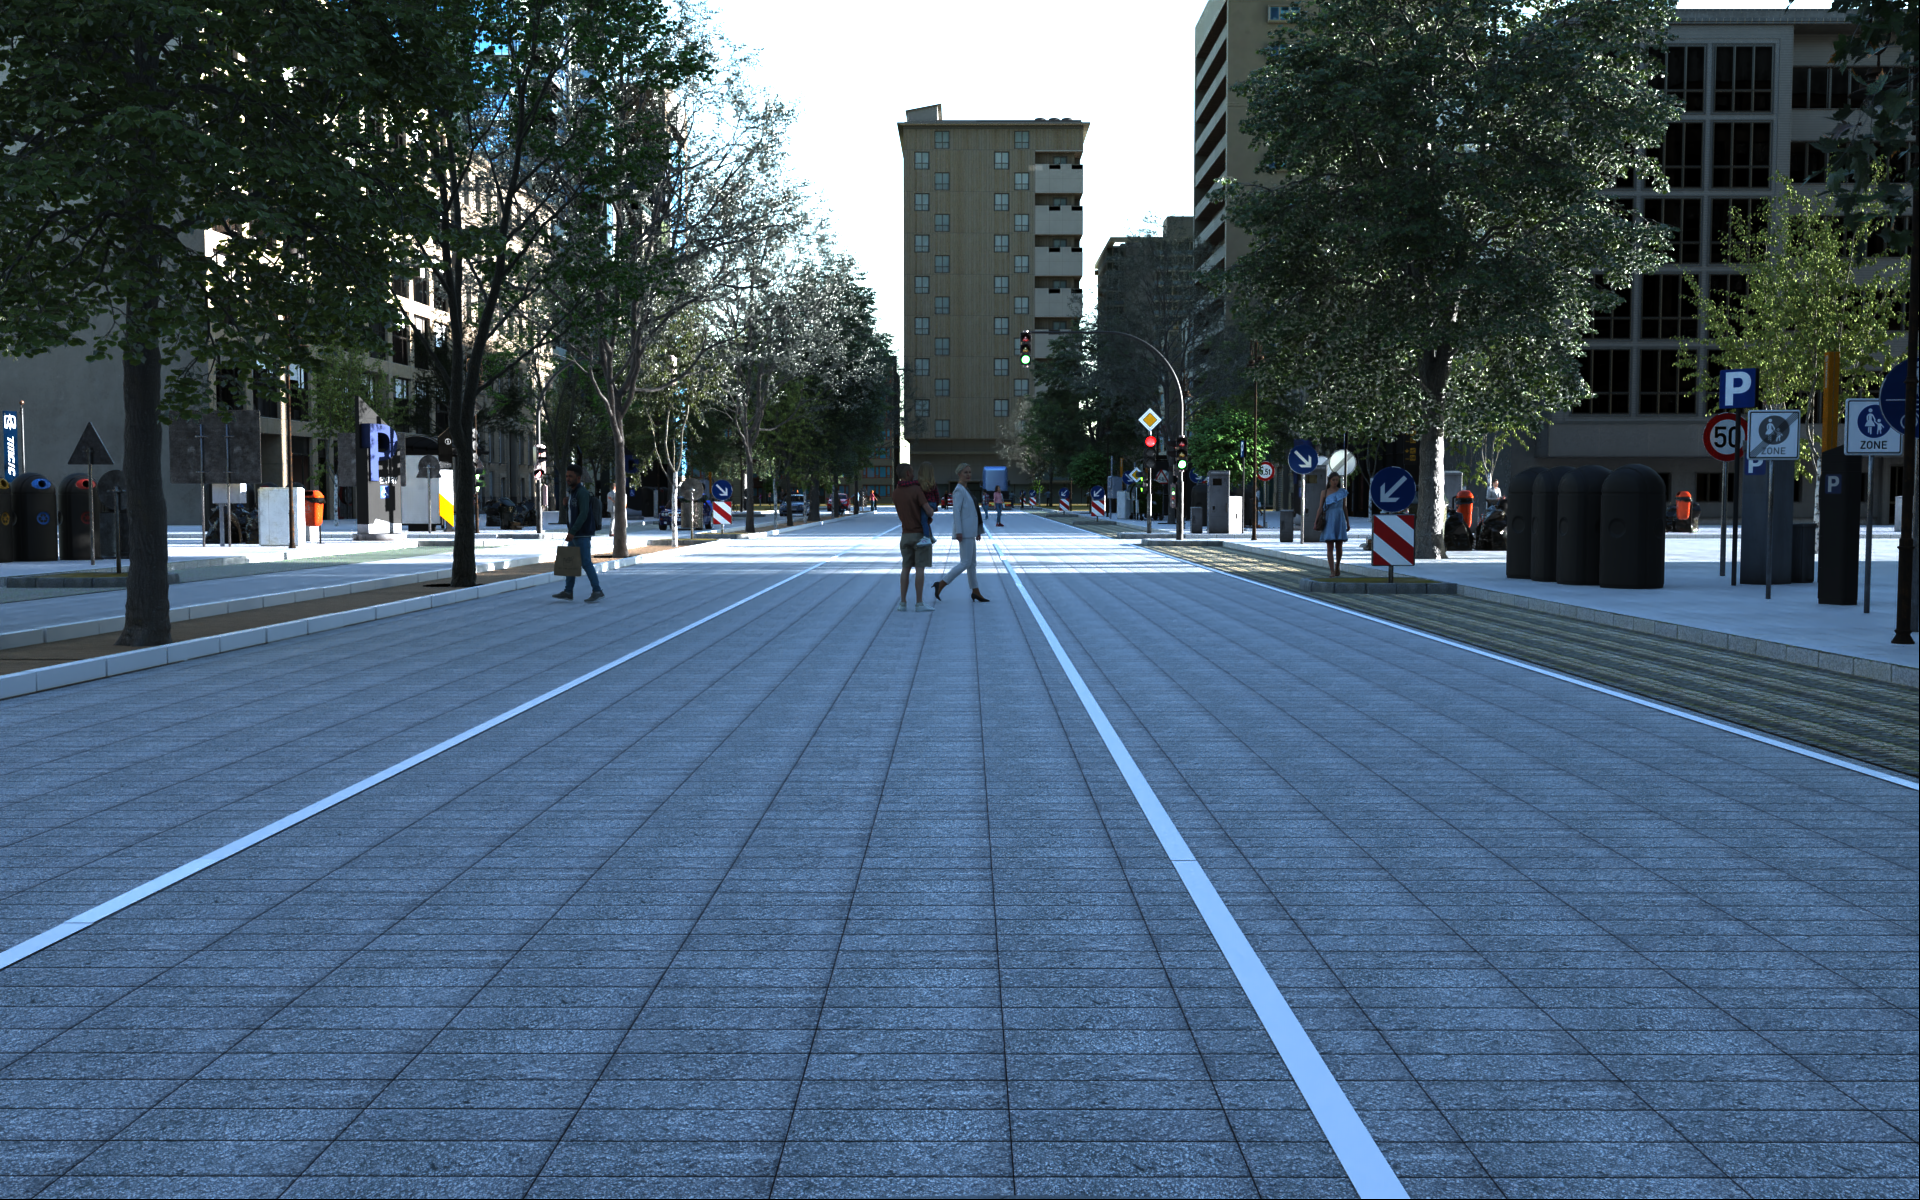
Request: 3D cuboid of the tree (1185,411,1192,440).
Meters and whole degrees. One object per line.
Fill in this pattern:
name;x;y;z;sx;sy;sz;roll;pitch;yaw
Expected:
tree;18.342;-10.469;121.526;4.737;8.622;4.395;0;3;0

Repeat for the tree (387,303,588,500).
tree;-24.137;-9.147;83.965;8.767;10.594;7.601;2;4;23

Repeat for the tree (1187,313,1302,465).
tree;17.965;-11.621;108.122;7.486;12.596;7.792;0;3;0

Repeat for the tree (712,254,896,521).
tree;-7.764;-11.159;91.567;9.857;13.997;8.962;0;3;0

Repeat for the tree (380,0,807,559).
tree;-7.568;-7.670;38.229;12.009;13.543;11.850;0;3;0

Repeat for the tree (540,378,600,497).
tree;-24.243;-9.577;106.949;4.737;8.622;4.395;0;3;0

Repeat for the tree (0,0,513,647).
tree;-7.793;-5.862;16.434;7.486;12.596;7.792;0;3;0

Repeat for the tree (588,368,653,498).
tree;-24.816;-11.272;118.711;8.767;10.594;7.601;0;4;4

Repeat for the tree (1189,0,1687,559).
tree;9.280;-7.802;34.219;9.857;13.997;8.962;0;3;0

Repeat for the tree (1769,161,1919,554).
tree;18.630;-5.299;36.999;4.737;8.622;4.395;0;3;0

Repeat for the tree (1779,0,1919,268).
tree;8.085;-5.498;6.906;9.611;12.733;9.660;0;3;0

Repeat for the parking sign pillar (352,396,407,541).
parking sign pillar;-16.148;-3.647;48.093;1.447;3.967;1.447;2;4;24

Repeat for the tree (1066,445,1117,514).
tree;8.658;-7.967;113.980;4.285;4.588;4.351;0;3;0

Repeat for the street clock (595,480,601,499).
street clock;-18.758;-5.217;89.869;0.358;2.002;0.471;-1;4;-14

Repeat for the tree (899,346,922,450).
tree;-7.547;-9.122;61.971;12.009;13.543;11.850;0;3;0

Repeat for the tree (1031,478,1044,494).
tree;9.000;-12.669;201.746;1.663;3.219;1.824;0;3;0

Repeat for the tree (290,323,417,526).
tree;-26.223;-7.670;75.769;4.737;8.622;4.395;0;3;0

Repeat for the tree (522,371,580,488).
tree;-23.076;-9.176;100.392;4.360;8.622;3.978;0;3;0

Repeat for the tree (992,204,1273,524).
tree;8.955;-9.989;73.696;12.009;13.543;11.850;0;3;0

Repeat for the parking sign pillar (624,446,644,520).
parking sign pillar;-16.500;-5.988;86.368;1.447;3.967;1.447;2;4;35

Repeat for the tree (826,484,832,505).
tree;-15.686;-13.131;209.298;1.663;3.219;1.824;0;3;0

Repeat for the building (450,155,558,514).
building;-36.201;-19.604;117.794;12.463;27.353;25.104;0;4;0

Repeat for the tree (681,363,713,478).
tree;-16.445;-13.692;130.520;9.857;13.997;8.962;0;3;0

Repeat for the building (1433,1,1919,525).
building;37.673;-15.736;76.357;30.058;24.678;14.314;0;4;0

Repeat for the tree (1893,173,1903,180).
tree;15.848;-4.596;25.507;4.360;8.622;3.978;0;3;0

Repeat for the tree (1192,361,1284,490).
tree;15.424;-8.831;94.748;4.737;8.622;4.395;0;3;0

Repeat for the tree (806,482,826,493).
tree;-15.694;-11.566;183.703;1.663;3.219;1.824;0;3;0

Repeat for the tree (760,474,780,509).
tree;-15.793;-9.177;144.639;1.663;3.219;1.824;0;3;0

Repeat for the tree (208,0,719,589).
tree;-7.527;-5.992;26.190;9.928;11.665;9.643;0;3;0

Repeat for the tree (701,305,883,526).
tree;-7.574;-8.597;77.438;8.767;10.594;7.601;0;4;0

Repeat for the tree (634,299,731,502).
tree;-16.467;-10.859;95.665;7.486;12.596;7.792;0;3;0

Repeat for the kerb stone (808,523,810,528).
kerb stone;-6.545;-3.105;72.968;0.120;0.150;1.000;0;4;0

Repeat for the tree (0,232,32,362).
tree;-23.836;-5.504;40.356;4.360;8.622;3.978;0;3;0

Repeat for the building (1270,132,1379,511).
building;30.813;-17.273;115.704;16.112;22.955;30.059;0;4;0

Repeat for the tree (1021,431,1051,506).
tree;8.778;-14.769;191.840;4.360;8.622;3.978;0;3;0

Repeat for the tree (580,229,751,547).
tree;-7.705;-5.739;46.648;4.360;8.622;3.978;0;3;0

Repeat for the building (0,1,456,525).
building;-40.161;-17.284;87.107;19.350;26.468;34.151;0;4;0

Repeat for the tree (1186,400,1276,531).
tree;9.464;-4.726;60.977;4.285;4.588;4.351;0;3;0

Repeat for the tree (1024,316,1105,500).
tree;9.524;-13.109;120.982;9.857;13.997;8.962;0;3;0

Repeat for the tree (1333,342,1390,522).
tree;18.620;-7.838;78.517;4.737;8.622;4.395;0;3;0

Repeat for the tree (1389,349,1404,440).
tree;20.014;-7.275;69.301;4.737;8.622;4.395;0;3;0

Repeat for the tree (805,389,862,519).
tree;-7.321;-8.967;99.423;4.360;8.622;3.978;0;3;0

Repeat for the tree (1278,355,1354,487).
tree;18.822;-8.508;89.461;4.360;8.622;3.978;0;3;0

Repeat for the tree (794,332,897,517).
tree;-7.726;-11.349;106.142;7.486;12.596;7.792;0;3;0

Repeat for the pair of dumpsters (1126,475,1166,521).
pair of dumpsters;9.200;-5.086;85.656;1.574;2.255;4.437;0;4;0

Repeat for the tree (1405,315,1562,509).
tree;19.384;-6.871;62.696;4.737;8.622;4.395;0;3;0

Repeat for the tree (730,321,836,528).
tree;-7.595;-7.243;71.240;4.737;8.622;4.395;0;3;0

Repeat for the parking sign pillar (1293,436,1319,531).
parking sign pillar;12.225;-4.446;61.158;1.447;3.967;1.447;-1;4;-11

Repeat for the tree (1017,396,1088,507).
tree;9.396;-15.362;176.923;9.928;11.665;9.643;0;3;0

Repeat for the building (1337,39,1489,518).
building;28.123;-16.091;92.771;12.332;23.373;15.834;0;4;0

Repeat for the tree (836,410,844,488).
tree;-7.538;-8.039;84.263;4.737;8.622;4.395;0;3;0

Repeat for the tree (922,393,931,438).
tree;-6.964;-12.423;115.940;12.009;13.543;11.850;0;3;0
